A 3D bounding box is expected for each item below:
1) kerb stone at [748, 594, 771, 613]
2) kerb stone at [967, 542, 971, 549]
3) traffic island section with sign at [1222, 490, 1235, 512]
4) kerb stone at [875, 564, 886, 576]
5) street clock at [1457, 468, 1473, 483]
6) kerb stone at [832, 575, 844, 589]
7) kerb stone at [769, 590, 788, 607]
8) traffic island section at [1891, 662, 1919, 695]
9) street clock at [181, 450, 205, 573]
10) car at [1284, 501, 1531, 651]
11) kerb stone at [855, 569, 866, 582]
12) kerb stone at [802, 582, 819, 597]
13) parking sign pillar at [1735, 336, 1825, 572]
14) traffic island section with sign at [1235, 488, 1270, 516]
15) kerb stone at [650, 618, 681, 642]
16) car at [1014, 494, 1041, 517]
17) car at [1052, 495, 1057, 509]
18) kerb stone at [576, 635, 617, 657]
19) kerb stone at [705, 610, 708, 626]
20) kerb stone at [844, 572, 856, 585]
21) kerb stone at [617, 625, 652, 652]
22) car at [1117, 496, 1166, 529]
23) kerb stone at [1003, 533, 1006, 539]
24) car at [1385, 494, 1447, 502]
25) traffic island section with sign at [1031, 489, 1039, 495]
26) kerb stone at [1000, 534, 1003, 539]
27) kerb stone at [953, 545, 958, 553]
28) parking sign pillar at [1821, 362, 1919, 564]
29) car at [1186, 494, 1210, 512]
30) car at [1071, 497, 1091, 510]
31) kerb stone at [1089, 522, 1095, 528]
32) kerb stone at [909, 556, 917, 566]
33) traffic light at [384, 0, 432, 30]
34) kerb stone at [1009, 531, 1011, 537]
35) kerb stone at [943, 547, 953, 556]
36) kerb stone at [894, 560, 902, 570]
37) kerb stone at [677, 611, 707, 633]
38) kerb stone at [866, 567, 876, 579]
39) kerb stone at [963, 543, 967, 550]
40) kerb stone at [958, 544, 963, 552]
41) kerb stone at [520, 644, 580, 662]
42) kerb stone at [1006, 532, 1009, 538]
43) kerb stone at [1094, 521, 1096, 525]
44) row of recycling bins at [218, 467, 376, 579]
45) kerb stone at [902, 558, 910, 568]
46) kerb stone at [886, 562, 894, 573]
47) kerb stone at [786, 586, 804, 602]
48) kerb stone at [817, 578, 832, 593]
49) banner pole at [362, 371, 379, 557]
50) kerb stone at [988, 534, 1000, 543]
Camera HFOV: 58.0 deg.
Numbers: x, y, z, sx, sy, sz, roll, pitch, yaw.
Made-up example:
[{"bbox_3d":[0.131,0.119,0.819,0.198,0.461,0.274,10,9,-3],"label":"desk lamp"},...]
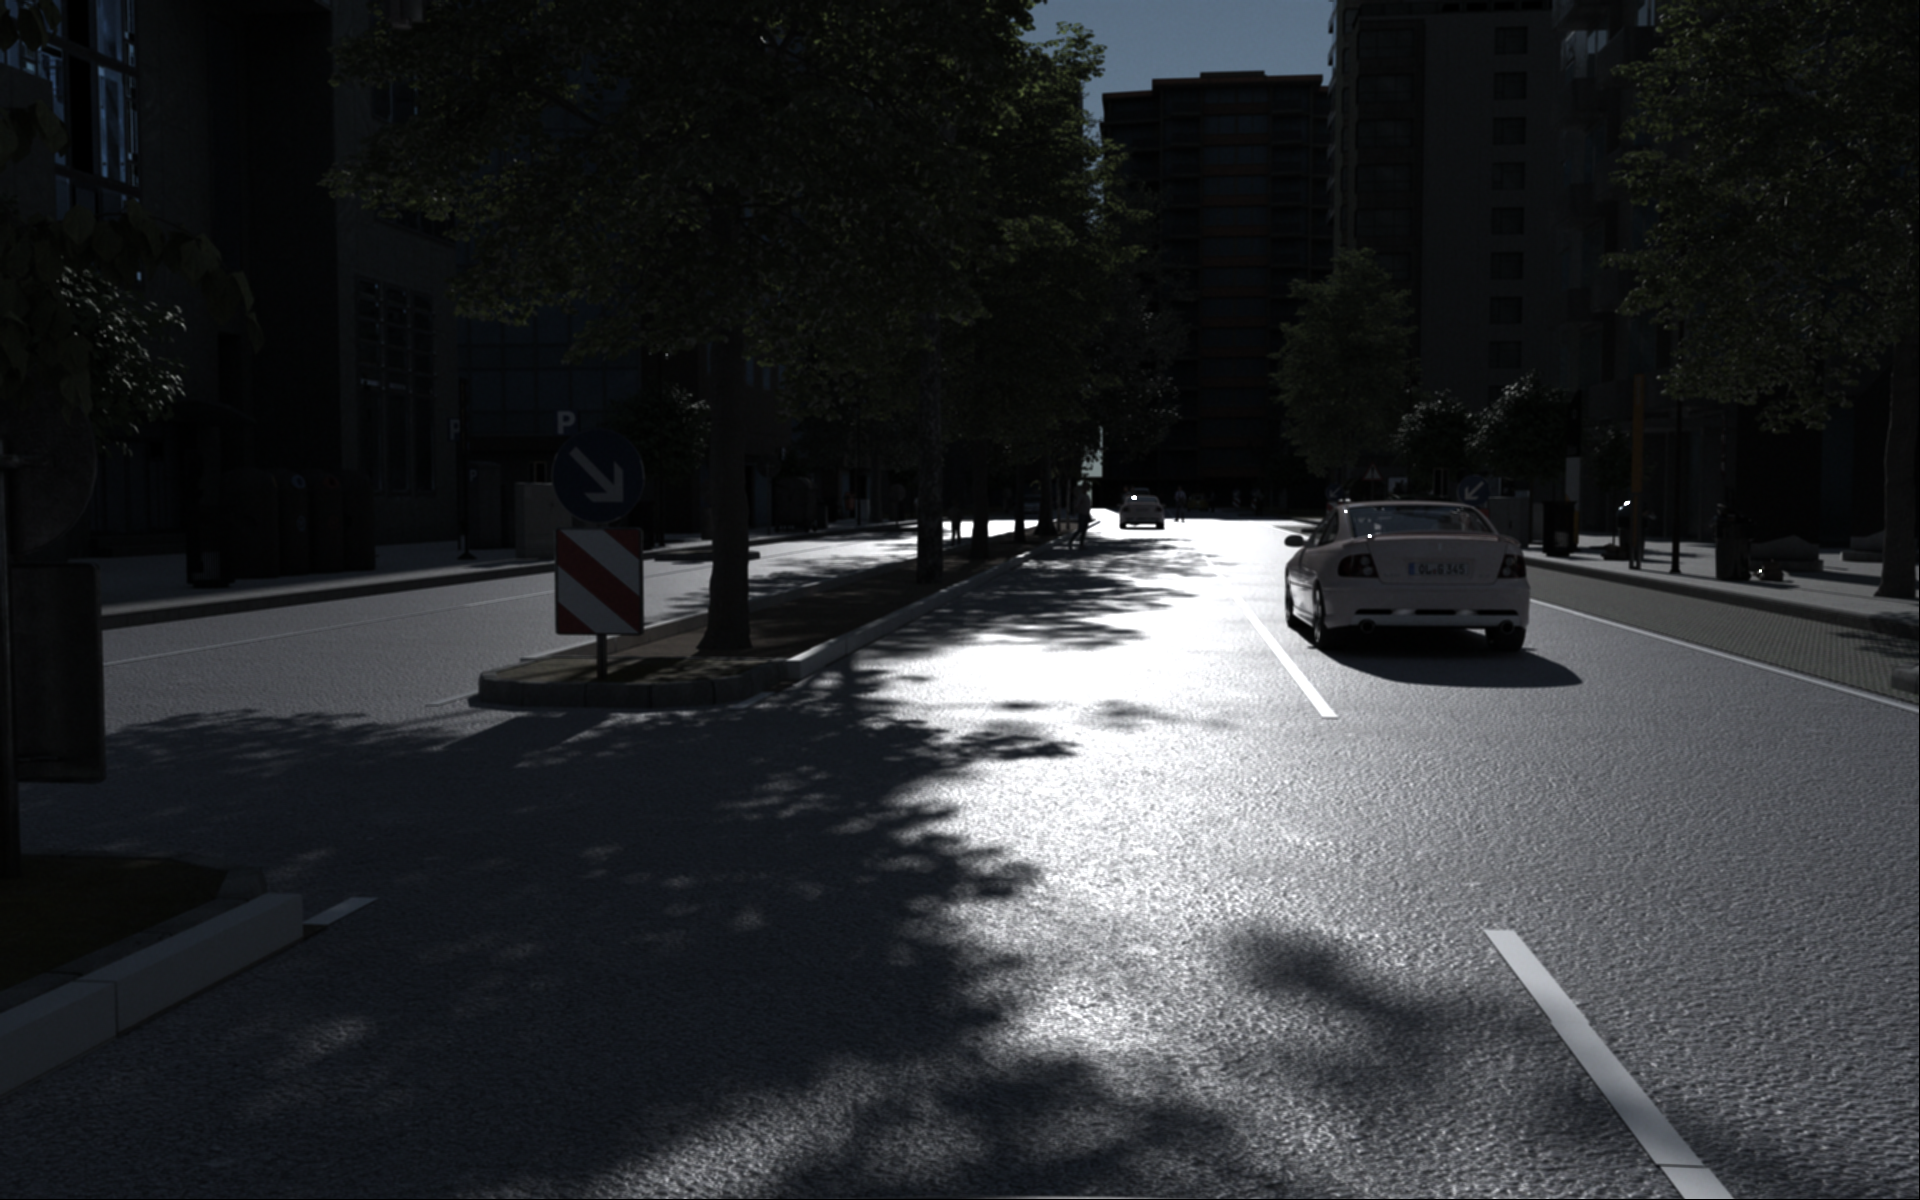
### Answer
[{"bbox_3d":[-2.520,0.063,21.197,0.120,0.150,1.000,0,4,6],"label":"kerb stone"},{"bbox_3d":[0.114,-1.371,44.604,0.120,0.150,1.000,0,4,6],"label":"kerb stone"},{"bbox_3d":[22.193,-8.029,139.899,1.989,1.847,2.006,0,4,6],"label":"traffic island section with sign"},{"bbox_3d":[-1.484,-0.496,30.347,0.120,0.150,1.000,0,4,6],"label":"kerb stone"},{"bbox_3d":[14.011,-2.662,48.095,0.471,2.002,0.358,-3,4,-38],"label":"street clock"},{"bbox_3d":[-1.949,-0.250,26.277,0.120,0.150,1.000,0,4,6],"label":"kerb stone"},{"bbox_3d":[-2.408,-0.001,22.214,0.120,0.150,1.000,0,4,6],"label":"kerb stone"},{"bbox_3d":[7.735,0.644,11.756,2.009,0.180,2.903,0,4,6],"label":"traffic island section"},{"bbox_3d":[-12.498,-1.448,28.249,0.358,2.002,0.471,-3,4,-38],"label":"street clock"},{"bbox_3d":[4.330,-0.297,17.226,2.083,1.381,4.827,0,4,5],"label":"car"},{"bbox_3d":[-1.715,-0.374,28.315,0.120,0.150,1.000,0,4,6],"label":"kerb stone"},{"bbox_3d":[-2.168,-0.125,24.244,0.120,0.150,1.000,0,4,6],"label":"kerb stone"},{"bbox_3d":[13.732,-2.481,29.043,1.447,3.967,1.447,2,4,26],"label":"parking sign pillar"},{"bbox_3d":[19.176,-6.391,113.113,1.989,1.847,2.006,0,4,6],"label":"traffic island section with sign"},{"bbox_3d":[-2.979,0.311,17.118,0.120,0.150,1.000,0,4,6],"label":"kerb stone"},{"bbox_3d":[4.335,-5.740,105.846,2.014,1.417,4.499,0,4,8],"label":"car"},{"bbox_3d":[8.289,-9.095,161.278,1.945,1.354,3.894,0,4,6],"label":"car"},{"bbox_3d":[-3.216,0.437,15.066,0.120,0.150,1.000,0,4,6],"label":"kerb stone"},{"bbox_3d":[-2.744,0.186,19.152,0.120,0.150,1.000,0,4,6],"label":"kerb stone"},{"bbox_3d":[-1.828,-0.312,27.294,0.120,0.150,1.000,0,4,6],"label":"kerb stone"},{"bbox_3d":[-3.094,0.373,16.094,0.120,0.150,1.000,0,4,6],"label":"kerb stone"},{"bbox_3d":[7.662,-3.719,73.161,2.083,1.381,4.827,0,4,5],"label":"car"},{"bbox_3d":[1.274,-1.995,54.809,0.120,0.150,1.000,0,4,6],"label":"kerb stone"},{"bbox_3d":[10.961,-1.970,41.999,2.009,1.686,4.222,0,4,7],"label":"car"},{"bbox_3d":[6.199,-8.124,141.461,1.989,1.847,2.006,0,4,6],"label":"traffic island section with sign"},{"bbox_3d":[1.154,-1.933,53.793,0.120,0.150,1.000,0,4,6],"label":"kerb stone"},{"bbox_3d":[-0.223,-1.184,41.556,0.120,0.150,1.000,0,4,6],"label":"kerb stone"},{"bbox_3d":[17.637,-2.723,32.986,1.447,3.967,1.447,-1,4,-11],"label":"parking sign pillar"},{"bbox_3d":[19.674,-8.132,143.186,2.015,1.641,3.980,0,4,7],"label":"car"},{"bbox_3d":[10.623,-8.688,154.416,2.083,1.381,4.827,0,4,6],"label":"car"},{"bbox_3d":[5.645,-3.224,74.900,0.120,0.150,1.000,0,4,6],"label":"kerb stone"},{"bbox_3d":[-1.026,-0.747,34.434,0.120,0.150,1.000,0,4,6],"label":"kerb stone"},{"bbox_3d":[-6.425,-2.360,13.253,4.771,5.953,1.251,0,4,6],"label":"traffic light"},{"bbox_3d":[1.505,-2.120,56.851,0.120,0.150,1.000,0,4,6],"label":"kerb stone"},{"bbox_3d":[-0.341,-1.120,40.540,0.120,0.150,1.000,0,4,6],"label":"kerb stone"},{"bbox_3d":[-1.263,-0.620,32.398,0.120,0.150,1.000,0,4,6],"label":"kerb stone"},{"bbox_3d":[-2.862,0.248,18.134,0.120,0.150,1.000,0,4,6],"label":"kerb stone"},{"bbox_3d":[-1.601,-0.436,29.331,0.120,0.150,1.000,0,4,6],"label":"kerb stone"},{"bbox_3d":[0.004,-1.308,43.587,0.120,0.150,1.000,0,4,6],"label":"kerb stone"},{"bbox_3d":[-0.108,-1.244,42.571,0.120,0.150,1.000,0,4,6],"label":"kerb stone"},{"bbox_3d":[-3.328,0.498,14.049,0.120,0.150,1.000,0,4,6],"label":"kerb stone"},{"bbox_3d":[1.386,-2.050,55.836,0.120,0.150,1.000,0,4,6],"label":"kerb stone"},{"bbox_3d":[5.758,-3.286,75.916,0.120,0.150,1.000,0,4,6],"label":"kerb stone"},{"bbox_3d":[-10.609,-1.262,27.748,1.069,1.692,3.534,1,4,13],"label":"row of recycling bins"},{"bbox_3d":[-1.136,-0.686,33.417,0.120,0.150,1.000,0,4,6],"label":"kerb stone"},{"bbox_3d":[-1.368,-0.561,31.369,0.120,0.150,1.000,0,4,6],"label":"kerb stone"},{"bbox_3d":[-2.286,-0.063,23.228,0.120,0.150,1.000,0,4,6],"label":"kerb stone"},{"bbox_3d":[-2.059,-0.187,25.260,0.120,0.150,1.000,0,4,6],"label":"kerb stone"},{"bbox_3d":[-11.988,-2.759,35.124,0.401,3.779,0.863,-2,4,-27],"label":"banner pole"},{"bbox_3d":[1.040,-1.870,52.777,0.120,0.150,1.000,0,4,6],"label":"kerb stone"}]
